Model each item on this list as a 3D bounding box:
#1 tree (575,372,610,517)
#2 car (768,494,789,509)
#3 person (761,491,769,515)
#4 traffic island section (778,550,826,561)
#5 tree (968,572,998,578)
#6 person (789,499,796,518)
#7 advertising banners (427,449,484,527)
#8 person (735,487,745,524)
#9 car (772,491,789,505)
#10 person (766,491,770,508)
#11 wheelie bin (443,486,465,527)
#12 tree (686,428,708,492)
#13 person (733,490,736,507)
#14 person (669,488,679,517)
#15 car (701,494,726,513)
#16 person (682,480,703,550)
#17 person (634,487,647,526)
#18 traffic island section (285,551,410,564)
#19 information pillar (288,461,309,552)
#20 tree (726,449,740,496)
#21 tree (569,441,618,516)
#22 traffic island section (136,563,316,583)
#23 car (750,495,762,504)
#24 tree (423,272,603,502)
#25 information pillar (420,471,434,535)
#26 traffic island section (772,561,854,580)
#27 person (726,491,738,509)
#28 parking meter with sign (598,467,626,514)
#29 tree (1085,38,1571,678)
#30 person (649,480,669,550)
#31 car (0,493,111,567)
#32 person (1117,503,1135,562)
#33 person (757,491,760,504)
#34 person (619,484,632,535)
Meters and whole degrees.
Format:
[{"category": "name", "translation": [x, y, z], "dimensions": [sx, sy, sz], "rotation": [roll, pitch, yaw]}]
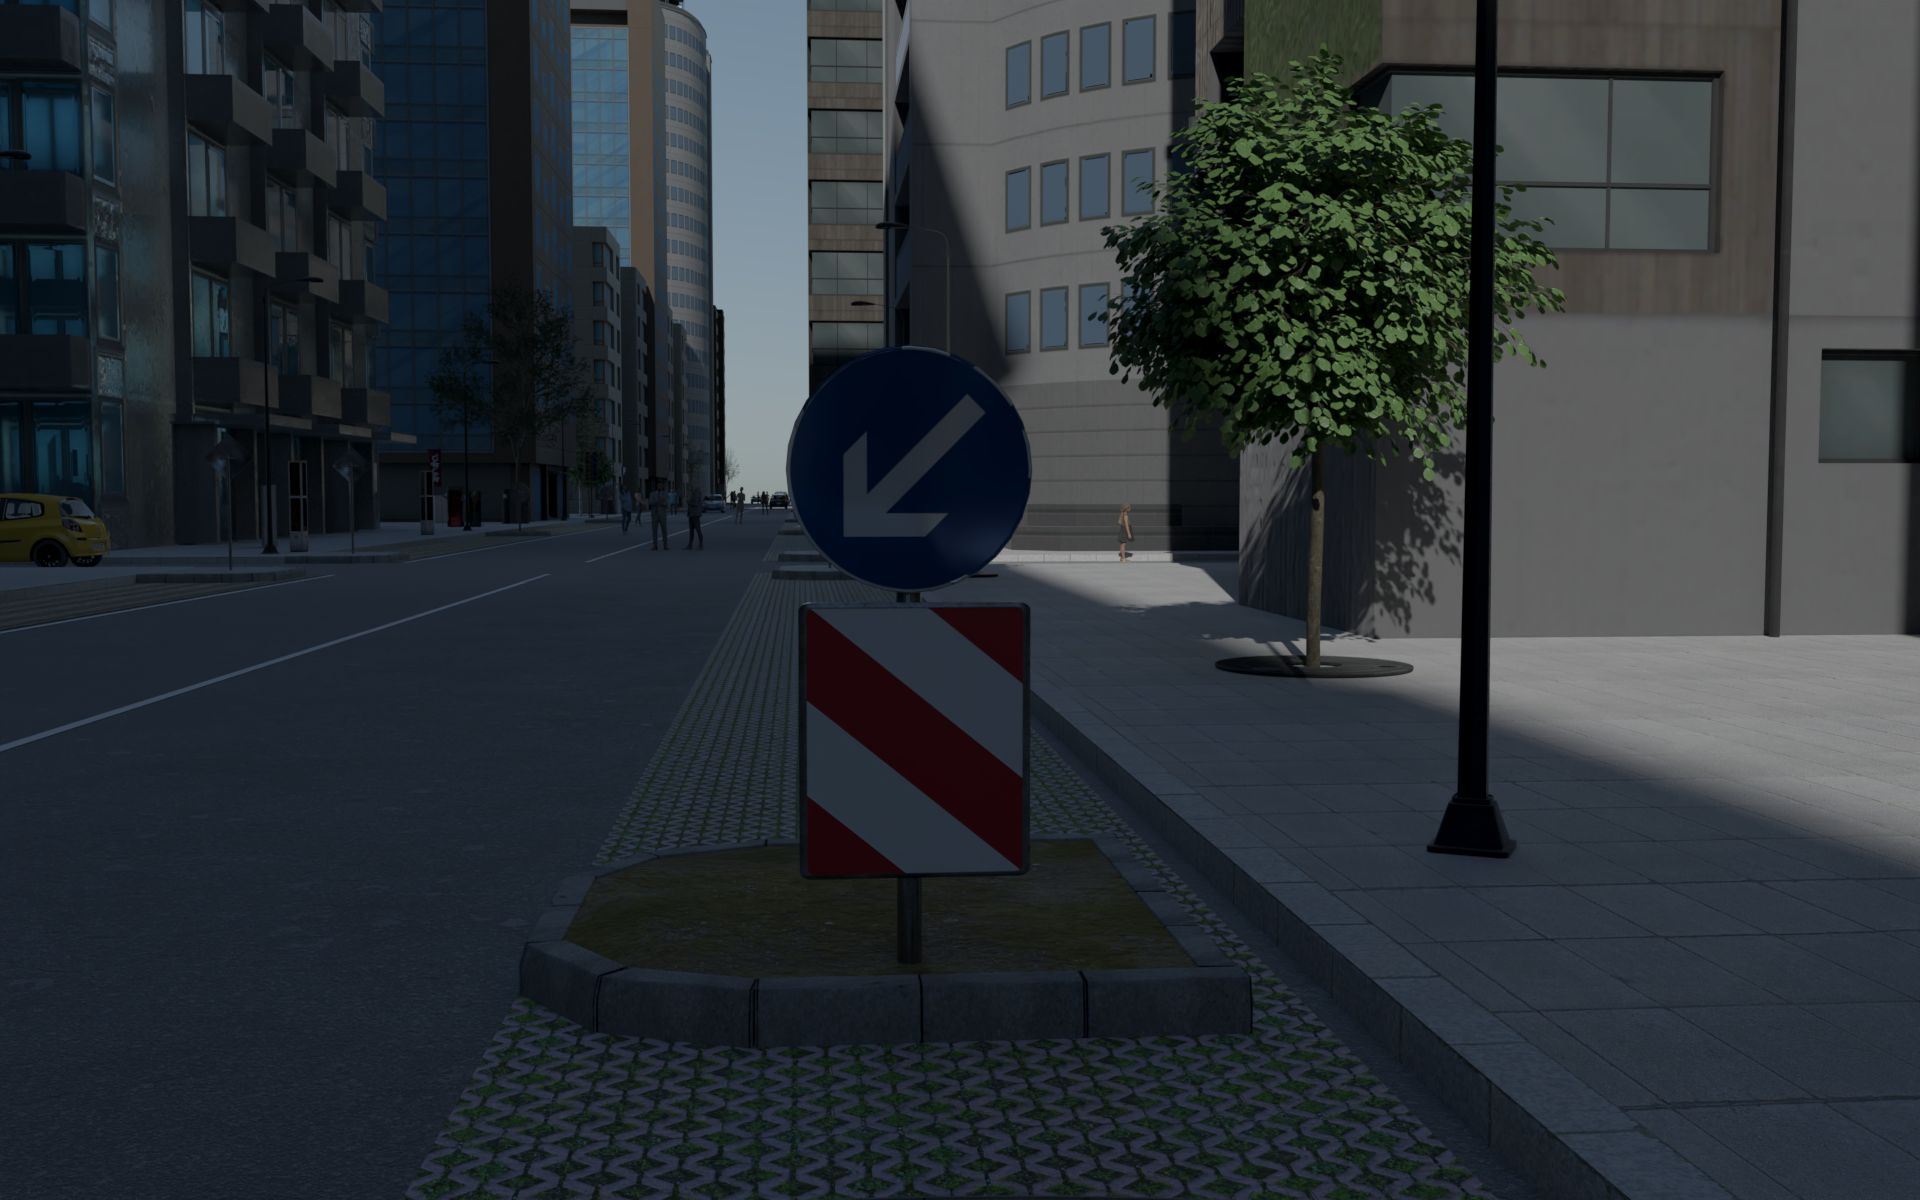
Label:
[{"category": "tree", "translation": [-21.751, -9.055, 98.409], "dimensions": [4.360, 8.622, 3.978], "rotation": [0, 3, 0]}, {"category": "car", "translation": [-17.463, -9.591, 166.597], "dimensions": [2.009, 1.686, 4.222], "rotation": [0, 4, -7]}, {"category": "person", "translation": [-13.421, -6.676, 119.114], "dimensions": [0.415, 1.643, 0.593], "rotation": [3, 5, 44]}, {"category": "traffic island section", "translation": [-2.967, -0.961, 37.998], "dimensions": [2.009, 0.180, 2.903], "rotation": [0, 4, -5]}, {"category": "tree", "translation": [0.183, -1.980, 26.980], "dimensions": [1.663, 3.219, 1.824], "rotation": [0, 3, 0]}, {"category": "person", "translation": [-9.689, -5.704, 101.873], "dimensions": [0.709, 1.813, 0.853], "rotation": [-1, 4, -15]}, {"category": "advertising banners", "translation": [-19.576, -4.343, 67.192], "dimensions": [2.074, 3.025, 0.090], "rotation": [-1, 4, -9]}, {"category": "person", "translation": [-10.492, -4.522, 82.773], "dimensions": [0.599, 1.781, 0.374], "rotation": [-2, 4, -29]}, {"category": "car", "translation": [-23.126, -13.140, 223.513], "dimensions": [2.281, 1.827, 5.304], "rotation": [0, 4, -7]}, {"category": "person", "translation": [-20.404, -10.688, 183.968], "dimensions": [1.217, 1.735, 0.721], "rotation": [3, 5, 43]}, {"category": "wheelie bin", "translation": [-19.831, -3.681, 68.093], "dimensions": [0.980, 1.594, 0.693], "rotation": [0, 4, -7]}, {"category": "tree", "translation": [-29.436, -14.468, 186.906], "dimensions": [4.360, 8.622, 3.978], "rotation": [0, 3, 0]}, {"category": "person", "translation": [-24.095, -10.800, 185.070], "dimensions": [0.705, 1.826, 1.348], "rotation": [0, 4, 4]}, {"category": "person", "translation": [-18.053, -6.151, 109.091], "dimensions": [0.660, 1.820, 0.620], "rotation": [0, 4, -7]}, {"category": "car", "translation": [-18.936, -7.396, 132.929], "dimensions": [2.014, 1.417, 4.499], "rotation": [0, 4, -6]}, {"category": "person", "translation": [-6.868, -2.193, 44.540], "dimensions": [0.526, 1.800, 0.537], "rotation": [-1, 4, -15]}, {"category": "person", "translation": [-14.222, -4.131, 76.632], "dimensions": [0.643, 1.750, 0.593], "rotation": [-3, 5, -41]}, {"category": "traffic island section", "translation": [-13.016, -0.905, 37.083], "dimensions": [2.009, 0.180, 2.903], "rotation": [0, 4, -5]}, {"category": "information pillar", "translation": [-14.644, -2.070, 38.328], "dimensions": [0.304, 2.012, 0.304], "rotation": [0, 4, 2]}, {"category": "tree", "translation": [-36.525, -19.617, 271.104], "dimensions": [4.360, 8.622, 3.978], "rotation": [0, 3, 0]}, {"category": "tree", "translation": [-22.192, -7.318, 103.363], "dimensions": [4.285, 4.588, 4.351], "rotation": [0, 3, 0]}, {"category": "traffic island section", "translation": [-12.285, -0.419, 29.131], "dimensions": [2.009, 0.180, 2.903], "rotation": [0, 4, -5]}, {"category": "car", "translation": [-30.527, -15.149, 260.264], "dimensions": [1.945, 1.354, 3.894], "rotation": [0, 4, -4]}, {"category": "tree", "translation": [-19.108, -8.529, 73.867], "dimensions": [8.767, 10.594, 7.601], "rotation": [1, 4, 12]}, {"category": "information pillar", "translation": [-16.734, -3.050, 54.367], "dimensions": [0.304, 2.012, 0.304], "rotation": [3, 4, 38]}, {"category": "traffic island section", "translation": [-2.236, -0.475, 30.047], "dimensions": [2.009, 0.180, 2.903], "rotation": [0, 4, -5]}, {"category": "person", "translation": [-21.514, -9.435, 163.582], "dimensions": [1.217, 1.723, 0.721], "rotation": [-1, 4, -19]}, {"category": "parking meter with sign", "translation": [-22.446, -7.052, 111.560], "dimensions": [1.738, 3.016, 0.543], "rotation": [1, 4, 8]}, {"category": "tree", "translation": [2.627, -1.763, 12.535], "dimensions": [4.285, 4.588, 4.351], "rotation": [0, 3, 0]}, {"category": "person", "translation": [-7.715, -2.186, 44.426], "dimensions": [0.511, 1.800, 0.466], "rotation": [-1, 4, -16]}, {"category": "car", "translation": [-18.381, -1.388, 32.912], "dimensions": [3.980, 1.641, 2.015], "rotation": [0, 4, -3]}, {"category": "person", "translation": [3.506, -1.428, 36.523], "dimensions": [0.373, 1.253, 0.362], "rotation": [0, 4, -2]}, {"category": "person", "translation": [-28.740, -14.582, 246.932], "dimensions": [0.705, 1.822, 1.348], "rotation": [0, 4, 2]}, {"category": "person", "translation": [-11.798, -3.200, 61.085], "dimensions": [0.793, 1.790, 0.793], "rotation": [0, 4, -4]}]
